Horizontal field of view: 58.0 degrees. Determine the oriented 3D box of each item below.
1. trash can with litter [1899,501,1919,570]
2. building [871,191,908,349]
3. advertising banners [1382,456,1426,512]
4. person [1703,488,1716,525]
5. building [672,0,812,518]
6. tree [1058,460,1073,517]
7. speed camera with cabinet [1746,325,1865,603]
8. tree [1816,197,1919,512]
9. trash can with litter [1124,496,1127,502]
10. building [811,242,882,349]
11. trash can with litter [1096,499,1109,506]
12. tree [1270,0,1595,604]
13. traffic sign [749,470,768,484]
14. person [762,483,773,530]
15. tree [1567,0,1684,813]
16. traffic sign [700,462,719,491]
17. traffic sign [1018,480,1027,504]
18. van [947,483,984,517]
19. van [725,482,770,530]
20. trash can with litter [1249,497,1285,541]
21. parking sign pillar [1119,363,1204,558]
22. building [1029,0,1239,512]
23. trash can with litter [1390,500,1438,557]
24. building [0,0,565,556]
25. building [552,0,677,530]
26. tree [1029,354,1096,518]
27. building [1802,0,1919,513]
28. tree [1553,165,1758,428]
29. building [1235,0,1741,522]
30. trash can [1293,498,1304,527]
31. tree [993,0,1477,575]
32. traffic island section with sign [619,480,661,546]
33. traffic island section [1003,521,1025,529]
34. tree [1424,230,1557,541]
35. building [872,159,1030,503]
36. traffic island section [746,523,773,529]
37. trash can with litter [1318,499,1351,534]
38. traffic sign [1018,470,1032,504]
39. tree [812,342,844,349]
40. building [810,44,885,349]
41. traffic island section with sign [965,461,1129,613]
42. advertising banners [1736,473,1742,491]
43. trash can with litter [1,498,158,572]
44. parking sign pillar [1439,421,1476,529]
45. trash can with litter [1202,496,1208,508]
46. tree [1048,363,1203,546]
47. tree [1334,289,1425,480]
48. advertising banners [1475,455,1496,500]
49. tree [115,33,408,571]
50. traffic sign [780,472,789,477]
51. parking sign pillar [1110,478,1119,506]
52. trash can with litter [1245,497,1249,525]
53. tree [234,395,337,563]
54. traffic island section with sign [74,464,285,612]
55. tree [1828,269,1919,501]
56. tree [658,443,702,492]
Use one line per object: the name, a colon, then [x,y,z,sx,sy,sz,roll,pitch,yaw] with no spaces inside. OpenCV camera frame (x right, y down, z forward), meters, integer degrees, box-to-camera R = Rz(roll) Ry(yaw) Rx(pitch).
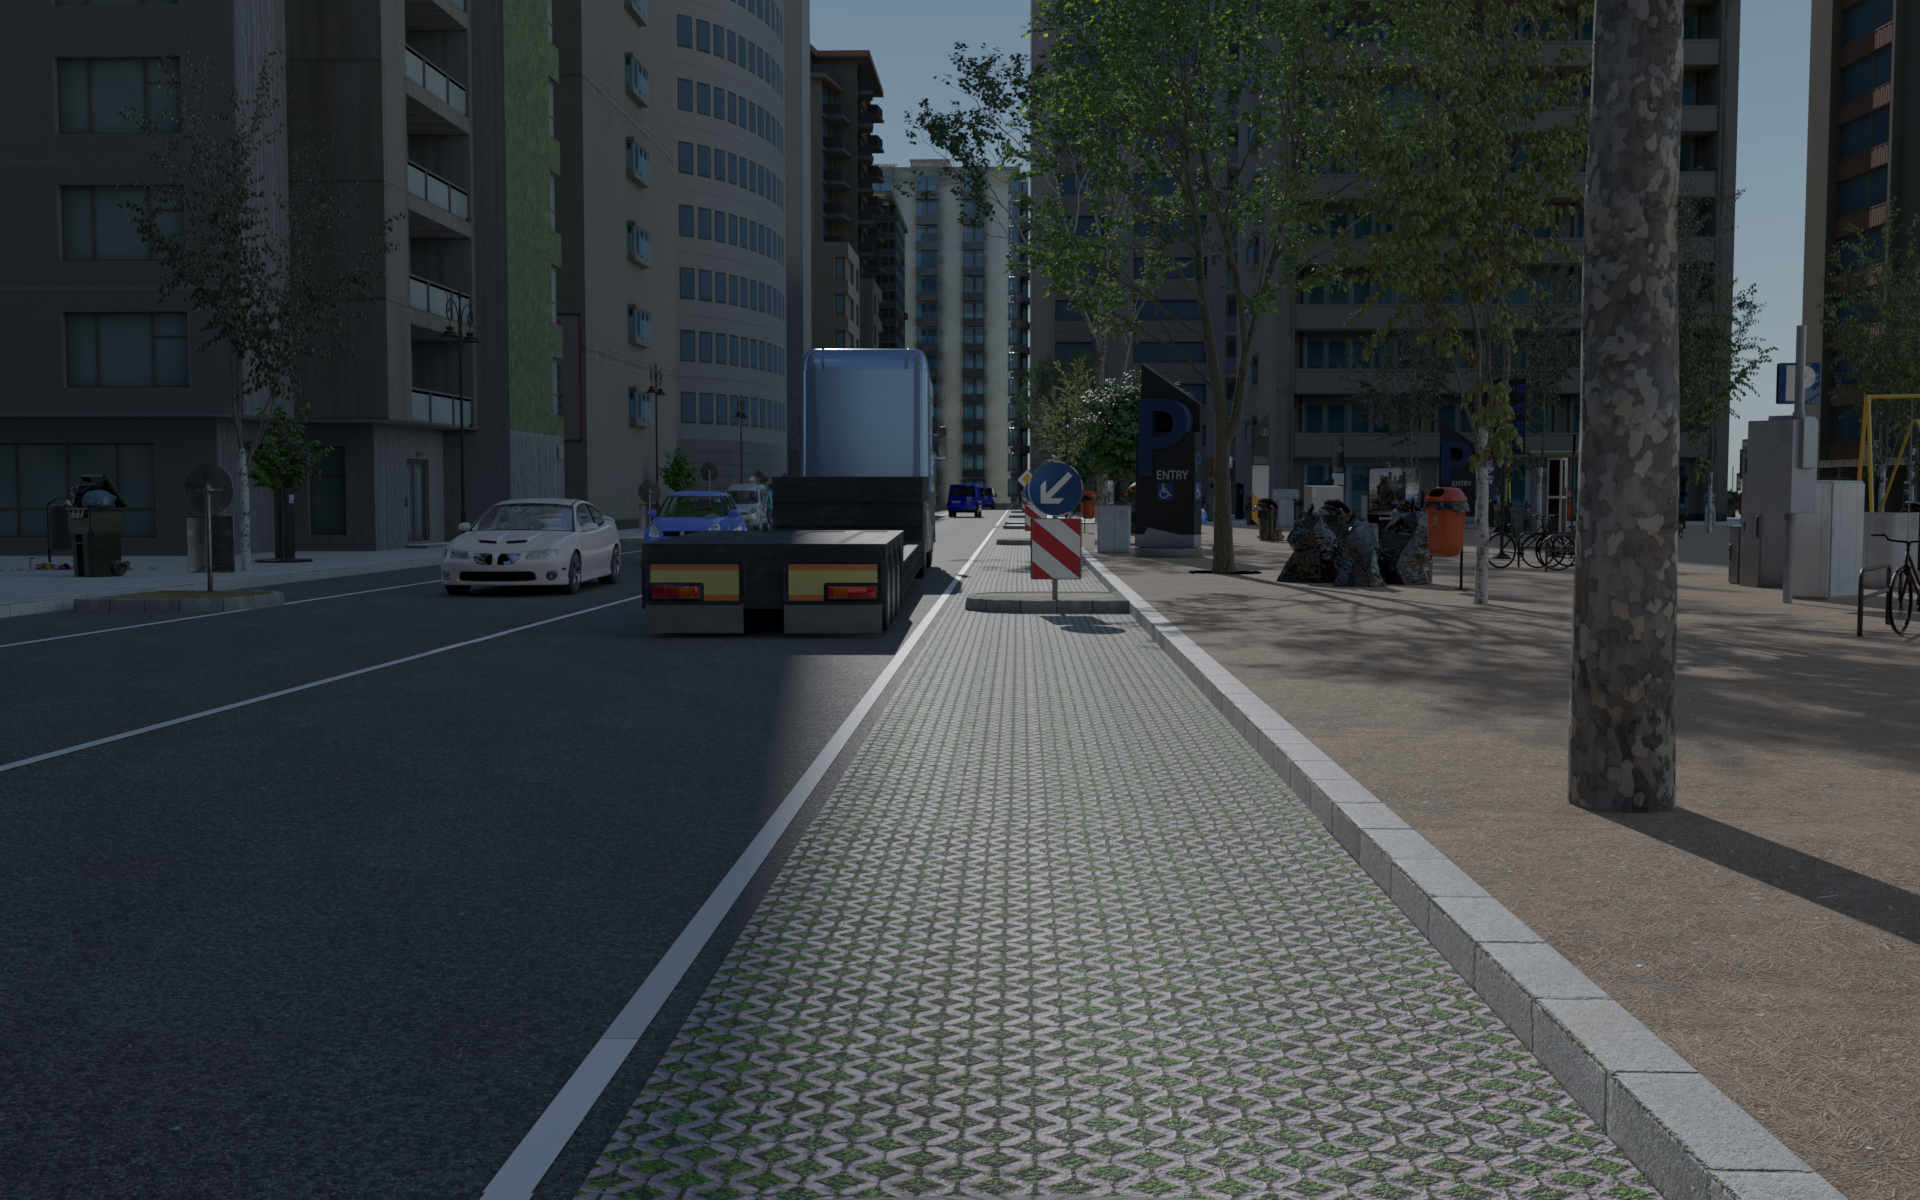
trash can with litter: [16.387,-1.094,29.270,1.055,1.170,0.624,-1,4,-9]
building: [-18.719,-31.912,213.638,23.993,40.220,32.217,0,4,2]
advertising banners: [20.502,-5.127,80.007,2.074,3.025,0.090,2,4,32]
person: [32.347,-4.015,74.698,0.519,1.759,0.362,1,4,10]
building: [-20.209,-33.704,93.055,21.231,58.520,28.212,0,4,2]
tree: [6.074,-6.354,98.497,1.663,3.219,1.824,0,3,0]
speed camera with cabinet: [10.252,-1.629,20.965,2.038,3.252,0.660,-3,5,-41]
tree: [23.692,-5.721,43.906,4.737,8.622,4.395,0,3,0]
trash can with litter: [10.329,-5.638,103.570,1.055,1.170,0.624,-3,4,-37]
building: [-20.979,-17.662,133.808,27.650,21.520,28.899,0,4,2]
trash can with litter: [5.605,-3.514,68.845,0.624,1.170,1.055,0,4,3]
tree: [5.857,-4.255,19.935,4.737,8.622,4.395,0,3,0]
traffic sign: [-8.326,-4.156,71.600,0.795,2.450,0.064,0,4,2]
person: [-6.915,-3.375,63.707,0.660,1.820,0.620,-3,5,-44]
tree: [4.128,-9.184,6.052,12.611,20.169,13.585,0,3,0]
traffic sign: [-10.104,-4.261,69.771,0.768,2.556,0.104,0,4,8]
traffic sign: [3.037,-4.620,79.179,0.795,2.450,0.064,0,4,2]
van: [0.330,-6.378,108.660,2.240,2.365,5.245,0,4,4]
van: [-8.381,-3.679,67.170,2.013,2.044,4.112,0,4,1]
trash can with litter: [8.474,-2.204,47.423,0.624,1.170,1.055,2,4,32]
parking sign pillar: [4.260,-2.867,35.351,1.447,3.967,1.447,2,4,29]
building: [16.083,-36.430,137.624,21.231,58.520,28.212,0,4,2]
trash can with litter: [9.413,-1.477,35.537,1.055,1.170,0.624,-1,4,-21]
building: [-18.320,-21.844,40.737,14.154,41.232,14.086,0,4,2]
building: [-22.667,-26.723,60.622,21.600,48.544,21.300,0,4,2]
tree: [5.763,-8.628,91.432,4.360,8.622,3.978,0,3,0]
building: [58.859,-26.565,88.958,28.867,44.769,22.147,0,4,2]
tree: [16.090,-5.471,39.810,4.360,8.622,3.978,0,3,0]
building: [25.657,-28.539,90.321,21.600,48.544,21.300,0,4,2]
trash can: [11.118,-2.719,56.108,0.748,1.137,0.748,0,3,0]
tree: [4.342,-6.236,27.710,9.928,11.665,9.643,0,3,0]
traffic island section with sign: [-8.808,-2.460,48.855,1.989,1.847,2.006,0,4,2]
traffic island section: [3.061,-3.485,79.256,2.009,0.180,2.903,0,4,2]
tree: [15.598,-5.922,47.190,4.360,8.622,3.978,0,3,0]
building: [-4.278,-38.570,250.220,30.456,49.044,23.786,0,4,2]
traffic island section: [-8.349,-3.020,71.663,2.009,0.180,2.903,0,4,2]
trash can with litter: [8.202,-1.595,37.458,0.624,1.170,1.055,3,4,38]
traffic sign: [2.761,-4.132,71.199,0.795,2.450,0.064,0,4,2]
tree: [-9.197,-11.483,113.497,9.928,11.665,9.643,0,3,0]
building: [-18.981,-31.480,169.319,22.147,44.769,28.867,0,4,2]
traffic island section with sign: [1.074,-0.797,21.667,1.989,1.847,2.006,0,4,2]
advertising banners: [63.871,-9.026,143.768,2.074,3.025,0.090,1,4,15]
trash can with litter: [-14.823,-1.116,29.305,2.233,1.210,1.678,0,4,-1]
parking sign pillar: [18.258,-4.593,63.572,1.447,3.967,1.447,1,4,18]
trash can with litter: [14.342,-5.668,104.059,1.055,1.170,0.624,-2,4,-25]
tree: [4.403,-3.659,43.537,4.285,4.588,4.351,0,3,0]
tree: [14.685,-6.501,56.648,4.360,8.622,3.978,0,3,0]
advertising banners: [23.182,-5.029,78.413,2.074,3.025,0.090,1,4,23]
tree: [-11.676,-4.787,28.633,4.360,8.622,3.978,0,3,0]
traffic sign: [-8.050,-4.645,79.581,0.795,2.450,0.064,0,4,2]
parking sign pillar: [9.856,-7.655,113.635,1.447,3.967,1.447,-1,4,-16]
trash can with litter: [12.213,-3.664,71.289,0.624,1.170,1.055,-2,4,-31]
tree: [-12.869,-2.331,32.710,1.663,3.219,1.824,0,3,0]
traffic island section with sign: [-9.738,-0.813,21.916,1.989,1.847,2.006,0,4,2]
tree: [30.594,-6.455,55.899,4.360,8.622,3.978,0,3,0]
tree: [-10.614,-4.367,65.999,1.663,3.219,1.824,0,3,0]
